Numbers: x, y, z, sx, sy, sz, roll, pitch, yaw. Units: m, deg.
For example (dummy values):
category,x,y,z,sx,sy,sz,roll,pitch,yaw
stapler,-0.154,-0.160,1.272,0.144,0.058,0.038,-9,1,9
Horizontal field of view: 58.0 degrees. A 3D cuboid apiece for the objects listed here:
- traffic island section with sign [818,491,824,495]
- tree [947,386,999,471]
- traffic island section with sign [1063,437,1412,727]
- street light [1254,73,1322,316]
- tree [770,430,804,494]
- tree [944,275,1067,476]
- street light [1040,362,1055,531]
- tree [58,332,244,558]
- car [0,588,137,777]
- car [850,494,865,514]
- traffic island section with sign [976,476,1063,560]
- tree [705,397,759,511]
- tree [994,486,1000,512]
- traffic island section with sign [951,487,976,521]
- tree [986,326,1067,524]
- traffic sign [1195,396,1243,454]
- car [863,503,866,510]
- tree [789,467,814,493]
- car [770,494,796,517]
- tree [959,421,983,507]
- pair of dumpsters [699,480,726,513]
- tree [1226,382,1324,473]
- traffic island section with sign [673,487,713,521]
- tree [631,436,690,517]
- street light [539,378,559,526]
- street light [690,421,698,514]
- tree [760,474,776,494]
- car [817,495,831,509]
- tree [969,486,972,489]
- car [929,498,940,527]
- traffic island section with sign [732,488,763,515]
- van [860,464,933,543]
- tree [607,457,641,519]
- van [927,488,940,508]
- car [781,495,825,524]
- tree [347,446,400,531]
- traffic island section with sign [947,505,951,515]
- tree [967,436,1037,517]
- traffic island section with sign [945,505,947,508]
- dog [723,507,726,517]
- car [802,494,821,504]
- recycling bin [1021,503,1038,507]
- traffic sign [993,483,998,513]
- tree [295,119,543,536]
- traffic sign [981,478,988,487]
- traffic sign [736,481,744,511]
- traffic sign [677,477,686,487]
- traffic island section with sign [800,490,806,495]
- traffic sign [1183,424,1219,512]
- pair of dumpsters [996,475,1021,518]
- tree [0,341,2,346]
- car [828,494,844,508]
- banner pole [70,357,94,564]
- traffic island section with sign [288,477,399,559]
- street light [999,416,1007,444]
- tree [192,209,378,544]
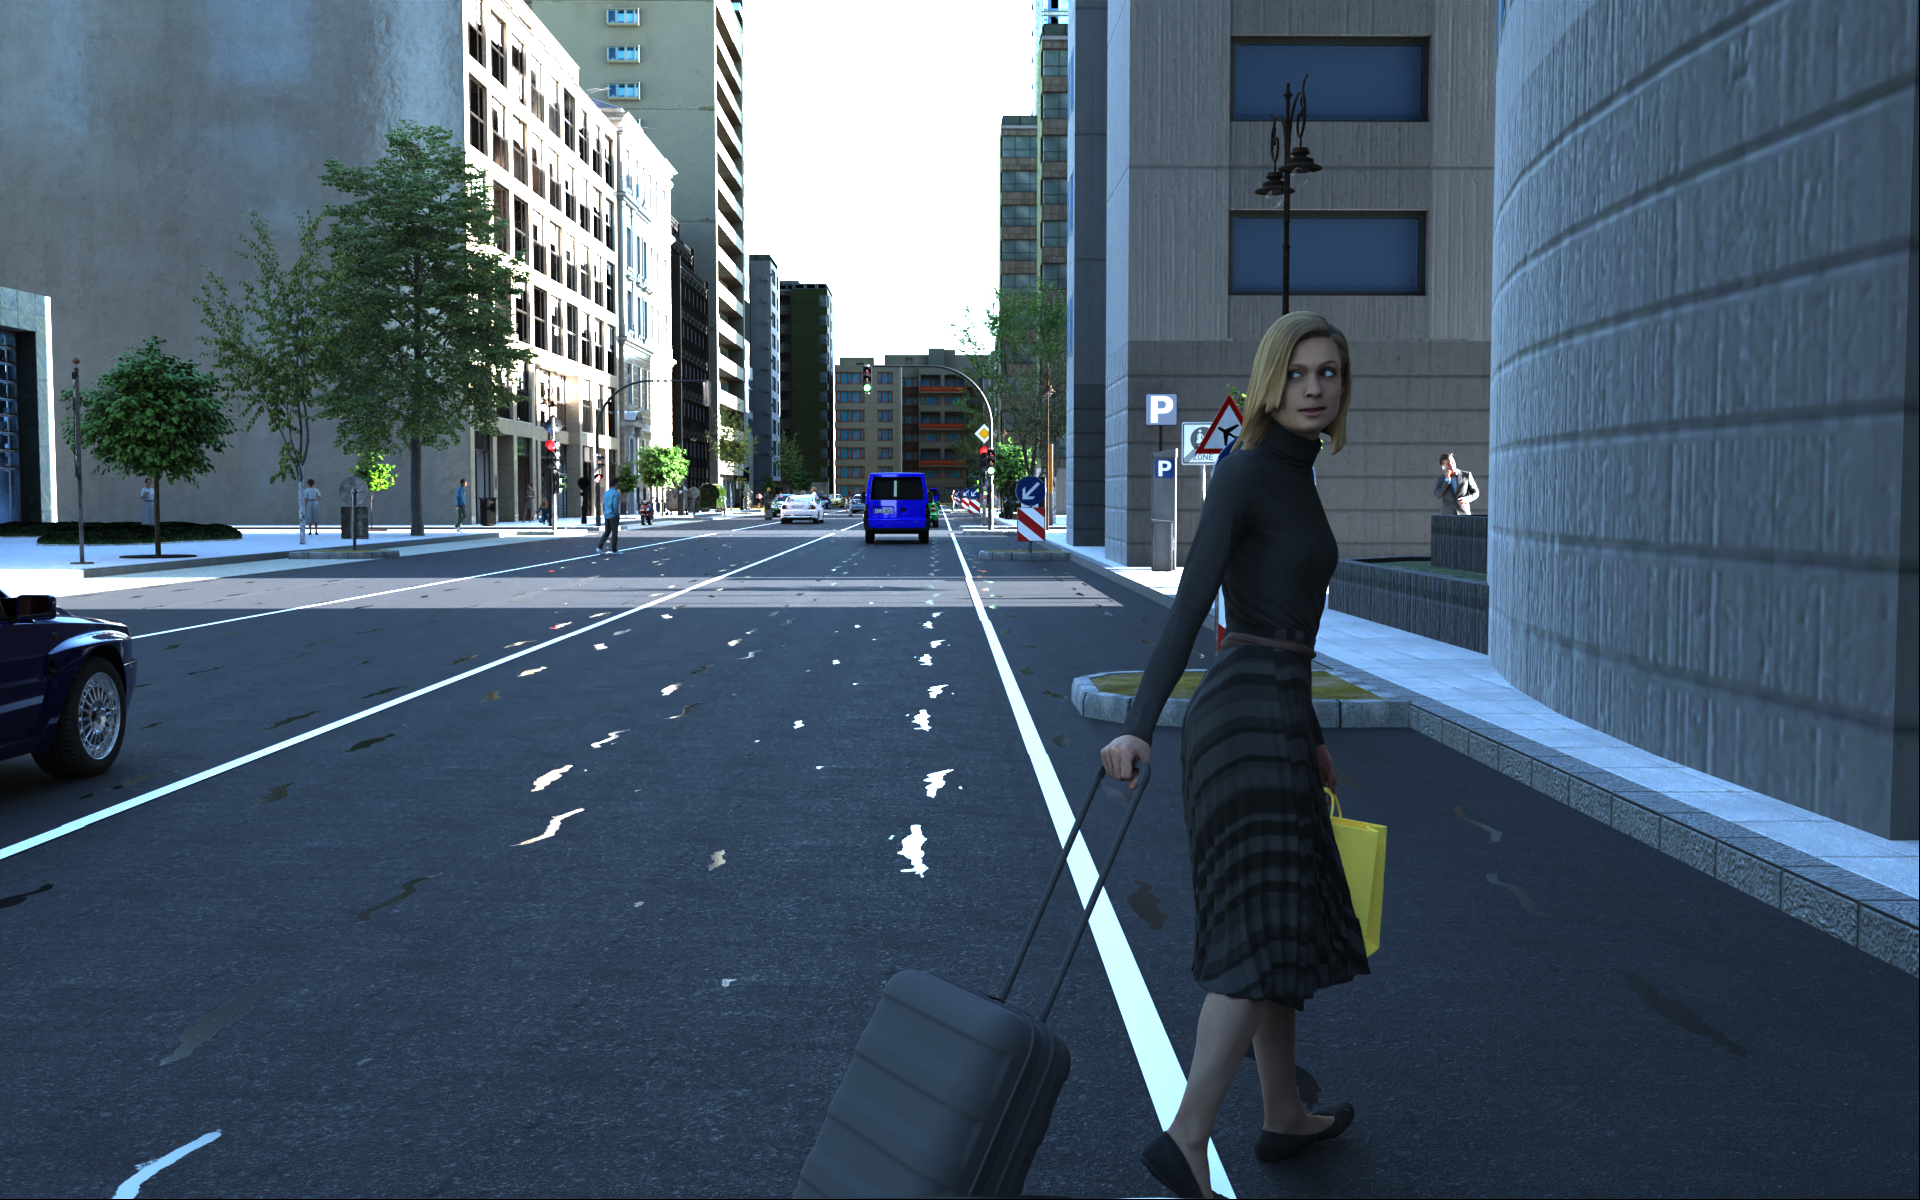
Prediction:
category,x,y,z,sx,sy,sz,roll,pitch,yaw
traffic island section with sign,-15.876,-11.618,198.588,1.989,1.847,2.006,0,4,-1
tree,2.401,-13.195,150.142,7.601,10.594,8.767,-1,4,-23
traffic island section with sign,1.774,-0.180,11.564,1.989,1.847,2.006,0,4,-1
street light,3.689,-2.866,19.646,0.468,5.910,1.993,0,4,-1
tree,-19.279,-14.929,194.451,4.737,8.622,4.395,0,3,0
tree,3.352,-9.672,83.896,9.928,11.665,9.643,0,3,0
street light,3.073,-5.381,60.773,0.468,5.910,1.993,0,4,-1
tree,-16.209,-3.141,35.066,4.285,4.588,4.351,0,3,0
car,-5.213,0.303,7.623,1.945,1.354,3.894,0,4,-1
car,-7.147,-7.094,127.987,2.014,1.417,4.499,0,4,1
traffic island section with sign,1.426,-1.828,38.517,1.989,1.847,2.006,0,4,-1
tree,-17.219,-11.008,130.342,4.737,8.622,4.395,0,3,0
tree,3.068,-7.940,124.414,1.663,3.219,1.824,0,3,0
traffic island section with sign,0.661,-5.221,93.992,1.989,1.847,2.006,0,4,-1
tree,3.871,-7.636,75.203,4.360,8.622,3.978,0,3,0
traffic sign,3.550,-1.403,22.945,0.884,2.594,0.081,0,4,1
car,-3.684,-4.502,83.400,2.009,1.686,4.222,0,4,0
tree,-19.417,-13.982,212.317,4.285,4.588,4.351,0,3,0
car,-11.171,-6.060,110.883,2.131,1.459,4.920,0,4,-2
tree,1.940,-13.234,166.735,4.360,8.622,3.978,0,3,0
pair of dumpsters,-17.223,-7.204,120.271,1.574,2.255,4.437,0,4,-1
tree,4.693,-1.928,26.119,1.663,3.219,1.824,0,3,0
traffic island section with sign,-14.464,-5.224,94.044,1.989,1.847,2.006,0,4,-1
tree,-16.953,-7.000,98.160,4.285,4.588,4.351,0,3,0
street light,-16.437,-5.904,69.313,0.468,5.910,1.993,0,4,-1
street light,-16.959,-8.417,110.402,0.468,5.910,1.993,0,4,-1
tree,-18.334,-10.570,167.414,1.663,3.219,1.824,0,3,0
car,-13.262,-9.331,165.147,1.945,1.354,3.894,0,3,0
tree,2.078,-13.056,208.071,1.663,3.219,1.824,0,3,0
car,-1.839,-4.119,76.137,1.959,1.807,4.718,0,4,-1
traffic island section with sign,-14.831,-6.886,121.206,1.989,1.847,2.006,0,4,-1
van,-1.898,-2.912,51.991,2.240,2.365,5.245,0,4,-2
tree,-17.450,-5.893,90.946,1.663,3.219,1.824,0,3,0
van,-3.148,-10.640,178.354,2.240,2.365,5.245,0,4,-2
car,-7.732,-4.445,85.041,2.083,1.381,4.827,0,3,0
tree,-20.439,-4.006,60.099,1.663,3.219,1.824,0,3,0
traffic island section with sign,0.298,-6.876,121.048,1.989,1.847,2.006,0,4,-1
tree,2.793,-6.999,98.140,4.285,4.588,4.351,0,3,0
traffic island section with sign,-0.390,-9.980,171.805,1.989,1.847,2.006,0,4,-1
dog,-14.407,-5.303,105.993,0.540,0.507,0.406,3,5,44
car,-12.395,-7.953,141.828,2.131,1.459,4.920,0,3,0
recycling bin,2.951,-3.664,72.463,0.722,1.027,0.722,0,4,7
traffic sign,2.512,-7.156,117.108,0.768,2.556,0.104,0,4,0
tree,-16.374,-8.244,52.913,7.486,12.596,7.792,0,3,0
traffic sign,2.073,-8.471,138.600,0.768,2.556,0.104,0,4,6
traffic sign,-17.010,-8.071,134.098,0.606,2.300,0.079,0,3,0
traffic sign,-17.143,-6.393,106.654,0.606,2.300,0.079,0,4,1
traffic island section with sign,-15.517,-9.970,171.635,1.989,1.847,2.006,0,4,-1
traffic sign,3.454,-1.378,24.661,0.606,2.300,0.079,0,4,6
pair of dumpsters,2.767,-5.466,91.864,1.574,2.255,4.437,0,4,-1
tree,-26.387,-5.724,43.954,4.360,8.622,3.978,0,3,0
car,-12.938,-10.327,179.071,2.015,1.641,3.980,0,4,1
banner pole,-16.051,-2.537,31.497,0.401,3.779,0.863,-1,4,-20
traffic island section with sign,-13.713,-1.846,38.802,1.989,1.847,2.006,0,4,-1
street light,2.563,-7.929,102.424,0.468,5.910,1.993,0,4,-1
tree,-17.043,-5.725,43.967,4.737,8.622,4.395,0,3,0
